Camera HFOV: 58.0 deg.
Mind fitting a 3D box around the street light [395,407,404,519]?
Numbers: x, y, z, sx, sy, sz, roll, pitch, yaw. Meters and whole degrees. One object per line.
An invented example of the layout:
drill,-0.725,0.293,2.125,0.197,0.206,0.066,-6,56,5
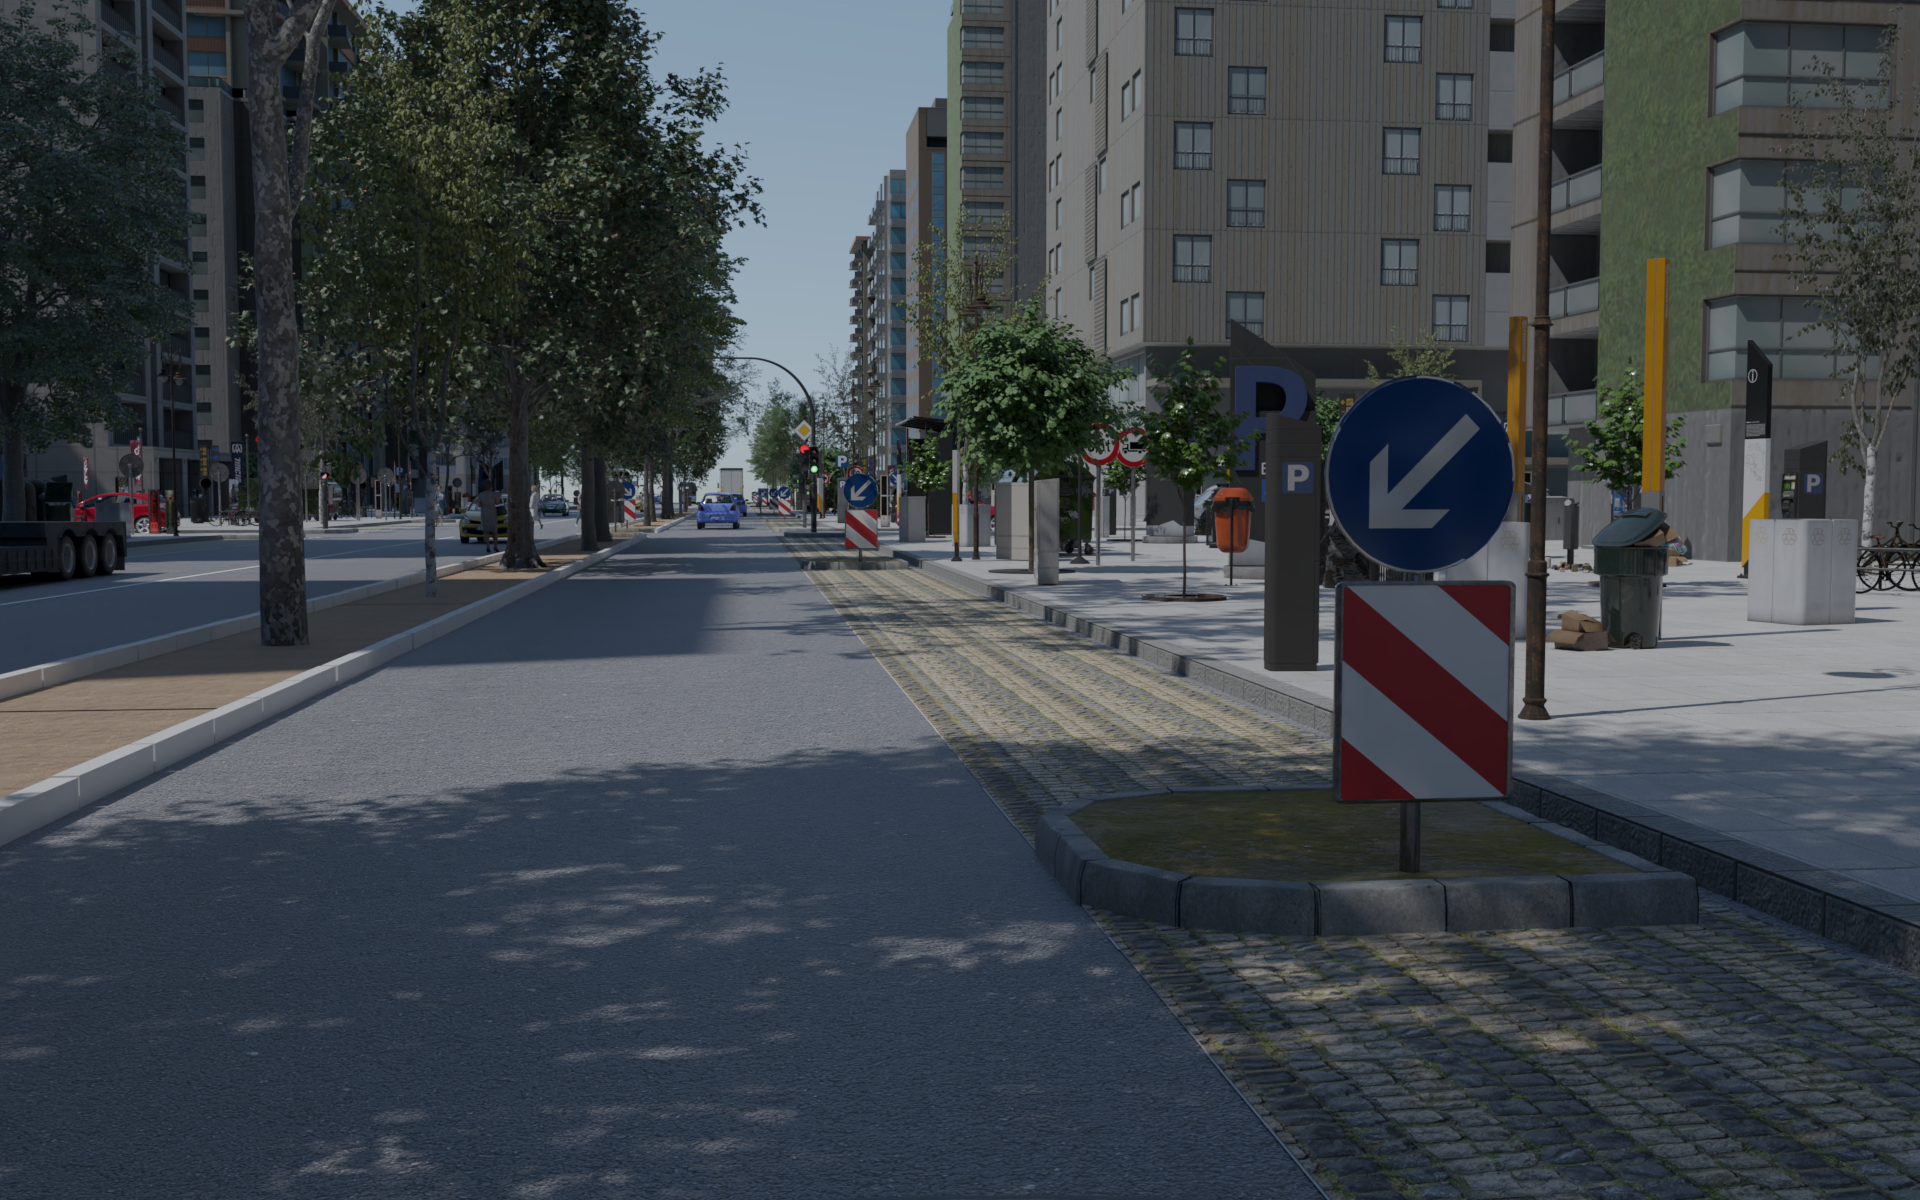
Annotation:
street light,-28.265,-7.005,87.323,0.468,5.910,1.993,0,4,-7

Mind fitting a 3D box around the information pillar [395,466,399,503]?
information pillar,-44.443,-8.907,136.985,0.183,3.616,0.504,2,4,35

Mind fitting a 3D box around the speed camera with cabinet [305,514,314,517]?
speed camera with cabinet,-37.004,-6.369,98.469,0.660,3.252,2.038,-1,4,-14

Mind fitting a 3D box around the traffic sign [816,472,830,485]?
traffic sign,-7.874,-6.090,99.676,0.768,2.556,0.104,0,4,-4

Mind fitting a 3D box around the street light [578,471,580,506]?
street light,-41.096,-13.086,186.736,0.468,5.910,1.993,0,4,-7

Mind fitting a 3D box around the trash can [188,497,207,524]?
trash can,-33.174,-3.899,75.399,0.748,1.137,0.748,0,3,0

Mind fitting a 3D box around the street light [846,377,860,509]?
street light,-4.223,-5.861,68.610,0.468,5.910,1.993,0,4,-7

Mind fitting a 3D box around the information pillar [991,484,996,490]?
information pillar,2.383,-7.077,120.205,0.304,2.012,0.304,2,4,31

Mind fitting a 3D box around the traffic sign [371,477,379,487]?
traffic sign,-35.644,-6.335,105.712,0.606,2.300,0.079,0,4,1

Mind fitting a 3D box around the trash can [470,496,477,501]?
trash can,-38.295,-7.642,136.606,0.748,1.137,0.748,0,3,0

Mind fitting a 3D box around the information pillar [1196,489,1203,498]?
information pillar,11.281,-4.715,81.580,0.304,2.012,0.304,1,4,23

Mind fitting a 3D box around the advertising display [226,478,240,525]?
advertising display,-29.967,-4.048,71.400,0.123,1.923,0.974,0,4,2

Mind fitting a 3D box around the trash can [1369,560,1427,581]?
trash can,4.736,-0.432,18.723,0.748,1.137,0.748,0,3,0

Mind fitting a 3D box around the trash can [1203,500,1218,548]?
trash can,6.146,-1.801,41.103,0.748,1.137,0.748,0,3,0

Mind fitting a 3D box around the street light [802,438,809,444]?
street light,-10.356,-8.793,116.546,0.468,5.910,1.993,0,4,-7

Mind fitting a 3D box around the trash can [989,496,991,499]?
trash can,2.317,-6.351,115.489,0.748,1.137,0.748,0,3,0

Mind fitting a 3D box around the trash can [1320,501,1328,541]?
trash can,7.824,-1.646,38.561,0.748,1.137,0.748,0,3,0

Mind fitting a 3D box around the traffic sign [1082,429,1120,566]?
traffic sign,2.480,-1.890,31.014,0.768,2.556,0.104,0,4,1

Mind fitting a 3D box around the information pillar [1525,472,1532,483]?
information pillar,18.558,-3.207,56.920,0.304,2.012,0.304,-1,4,-16

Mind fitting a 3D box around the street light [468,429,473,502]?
street light,-31.525,-8.497,111.714,0.468,5.910,1.993,0,4,-7

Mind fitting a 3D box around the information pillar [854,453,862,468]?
information pillar,-5.403,-6.089,90.914,0.504,3.616,0.183,2,4,26

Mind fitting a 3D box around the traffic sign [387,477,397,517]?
traffic sign,-31.323,-5.748,95.167,0.795,2.450,0.064,0,4,-3

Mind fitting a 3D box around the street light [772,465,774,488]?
street light,-22.990,-14.863,215.791,0.468,5.910,1.993,0,4,-7

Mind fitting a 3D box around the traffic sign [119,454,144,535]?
traffic sign,-26.052,-3.325,54.476,0.768,2.556,0.104,0,4,-4

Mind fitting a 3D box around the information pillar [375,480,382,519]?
information pillar,-30.338,-5.253,90.376,0.304,2.012,0.304,-1,4,-13

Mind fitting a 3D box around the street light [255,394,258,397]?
street light,-25.432,-5.557,63.652,0.468,5.910,1.993,0,4,-7

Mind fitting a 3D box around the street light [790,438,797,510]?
street light,-13.842,-10.462,143.843,0.468,5.910,1.993,0,4,-7

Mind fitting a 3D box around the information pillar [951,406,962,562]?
information pillar,-0.072,-2.539,32.875,0.183,3.616,0.504,0,4,6

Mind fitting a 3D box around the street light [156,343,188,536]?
street light,-23.985,-4.895,52.818,0.468,5.910,1.993,0,4,-7

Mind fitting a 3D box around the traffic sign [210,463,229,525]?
traffic sign,-30.614,-4.373,71.608,0.768,2.556,0.104,0,4,-6

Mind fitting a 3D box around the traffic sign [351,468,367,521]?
traffic sign,-28.767,-5.062,82.864,0.768,2.556,0.104,0,4,-2

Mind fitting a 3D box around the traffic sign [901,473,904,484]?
traffic sign,-3.651,-6.224,101.876,0.768,2.556,0.104,0,4,-3

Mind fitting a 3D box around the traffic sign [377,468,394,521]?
traffic sign,-27.773,-5.116,83.747,0.768,2.556,0.104,0,4,-4

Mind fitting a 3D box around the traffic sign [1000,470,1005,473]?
traffic sign,1.642,-3.438,56.317,0.768,2.556,0.104,0,4,-4

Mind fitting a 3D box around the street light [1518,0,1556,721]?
street light,3.281,-2.259,9.717,0.468,5.910,1.993,0,4,-7

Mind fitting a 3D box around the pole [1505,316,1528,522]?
pole,6.415,-1.599,19.990,0.158,3.312,0.155,0,3,0

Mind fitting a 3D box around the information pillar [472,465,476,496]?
information pillar,-38.647,-8.944,137.589,0.183,3.616,0.504,1,4,12

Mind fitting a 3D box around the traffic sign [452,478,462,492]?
traffic sign,-39.457,-8.307,135.921,0.768,2.556,0.104,0,4,-2

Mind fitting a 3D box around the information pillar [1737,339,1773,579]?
information pillar,11.996,-2.124,26.083,0.183,3.616,0.504,-1,4,-13

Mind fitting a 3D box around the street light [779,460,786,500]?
street light,-16.984,-11.937,167.957,0.468,5.910,1.993,0,4,-7

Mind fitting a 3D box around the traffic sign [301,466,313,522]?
traffic sign,-29.711,-4.806,78.681,0.768,2.556,0.104,0,4,-1

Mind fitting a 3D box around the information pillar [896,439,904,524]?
information pillar,-2.596,-5.038,73.733,0.183,3.616,0.504,-1,4,-14

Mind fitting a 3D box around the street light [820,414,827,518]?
street light,-7.262,-7.318,92.438,0.468,5.910,1.993,0,4,-7

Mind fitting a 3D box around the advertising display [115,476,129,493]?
advertising display,-30.649,-3.558,63.391,0.123,1.923,0.974,0,4,-5

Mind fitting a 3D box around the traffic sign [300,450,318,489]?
traffic sign,-31.020,-5.303,80.584,2.265,3.308,0.079,0,4,0

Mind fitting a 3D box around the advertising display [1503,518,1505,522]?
advertising display,10.948,-1.789,34.460,0.123,1.923,0.974,0,4,8

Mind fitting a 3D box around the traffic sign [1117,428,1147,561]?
traffic sign,3.302,-2.011,32.990,0.768,2.556,0.104,0,4,-2

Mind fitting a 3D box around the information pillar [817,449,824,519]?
information pillar,-7.248,-6.023,89.832,0.183,3.616,0.504,1,4,21

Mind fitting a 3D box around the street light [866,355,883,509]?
street light,-2.857,-5.194,57.714,0.468,5.910,1.993,0,4,-7

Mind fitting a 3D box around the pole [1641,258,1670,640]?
pole,6.063,-1.302,15.125,0.158,3.312,0.155,0,3,0

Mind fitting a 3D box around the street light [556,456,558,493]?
street light,-38.031,-11.640,163.095,0.468,5.910,1.993,0,4,-7

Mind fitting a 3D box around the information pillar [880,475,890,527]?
information pillar,-2.875,-3.802,66.651,0.304,2.012,0.304,1,4,14

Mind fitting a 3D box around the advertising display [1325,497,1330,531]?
advertising display,8.953,-2.309,42.968,0.974,1.923,0.123,0,4,-7

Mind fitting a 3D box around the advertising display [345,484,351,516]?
advertising display,-35.889,-5.893,101.567,0.123,1.923,0.974,-1,4,-10

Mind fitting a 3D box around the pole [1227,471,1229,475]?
pole,11.712,-4.983,75.319,0.158,3.312,0.155,0,3,0

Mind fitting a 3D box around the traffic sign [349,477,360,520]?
traffic sign,-30.059,-5.273,86.322,0.768,2.556,0.104,0,4,-3

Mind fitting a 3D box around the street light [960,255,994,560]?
street light,0.315,-3.723,33.654,0.468,5.910,1.993,0,4,-7
